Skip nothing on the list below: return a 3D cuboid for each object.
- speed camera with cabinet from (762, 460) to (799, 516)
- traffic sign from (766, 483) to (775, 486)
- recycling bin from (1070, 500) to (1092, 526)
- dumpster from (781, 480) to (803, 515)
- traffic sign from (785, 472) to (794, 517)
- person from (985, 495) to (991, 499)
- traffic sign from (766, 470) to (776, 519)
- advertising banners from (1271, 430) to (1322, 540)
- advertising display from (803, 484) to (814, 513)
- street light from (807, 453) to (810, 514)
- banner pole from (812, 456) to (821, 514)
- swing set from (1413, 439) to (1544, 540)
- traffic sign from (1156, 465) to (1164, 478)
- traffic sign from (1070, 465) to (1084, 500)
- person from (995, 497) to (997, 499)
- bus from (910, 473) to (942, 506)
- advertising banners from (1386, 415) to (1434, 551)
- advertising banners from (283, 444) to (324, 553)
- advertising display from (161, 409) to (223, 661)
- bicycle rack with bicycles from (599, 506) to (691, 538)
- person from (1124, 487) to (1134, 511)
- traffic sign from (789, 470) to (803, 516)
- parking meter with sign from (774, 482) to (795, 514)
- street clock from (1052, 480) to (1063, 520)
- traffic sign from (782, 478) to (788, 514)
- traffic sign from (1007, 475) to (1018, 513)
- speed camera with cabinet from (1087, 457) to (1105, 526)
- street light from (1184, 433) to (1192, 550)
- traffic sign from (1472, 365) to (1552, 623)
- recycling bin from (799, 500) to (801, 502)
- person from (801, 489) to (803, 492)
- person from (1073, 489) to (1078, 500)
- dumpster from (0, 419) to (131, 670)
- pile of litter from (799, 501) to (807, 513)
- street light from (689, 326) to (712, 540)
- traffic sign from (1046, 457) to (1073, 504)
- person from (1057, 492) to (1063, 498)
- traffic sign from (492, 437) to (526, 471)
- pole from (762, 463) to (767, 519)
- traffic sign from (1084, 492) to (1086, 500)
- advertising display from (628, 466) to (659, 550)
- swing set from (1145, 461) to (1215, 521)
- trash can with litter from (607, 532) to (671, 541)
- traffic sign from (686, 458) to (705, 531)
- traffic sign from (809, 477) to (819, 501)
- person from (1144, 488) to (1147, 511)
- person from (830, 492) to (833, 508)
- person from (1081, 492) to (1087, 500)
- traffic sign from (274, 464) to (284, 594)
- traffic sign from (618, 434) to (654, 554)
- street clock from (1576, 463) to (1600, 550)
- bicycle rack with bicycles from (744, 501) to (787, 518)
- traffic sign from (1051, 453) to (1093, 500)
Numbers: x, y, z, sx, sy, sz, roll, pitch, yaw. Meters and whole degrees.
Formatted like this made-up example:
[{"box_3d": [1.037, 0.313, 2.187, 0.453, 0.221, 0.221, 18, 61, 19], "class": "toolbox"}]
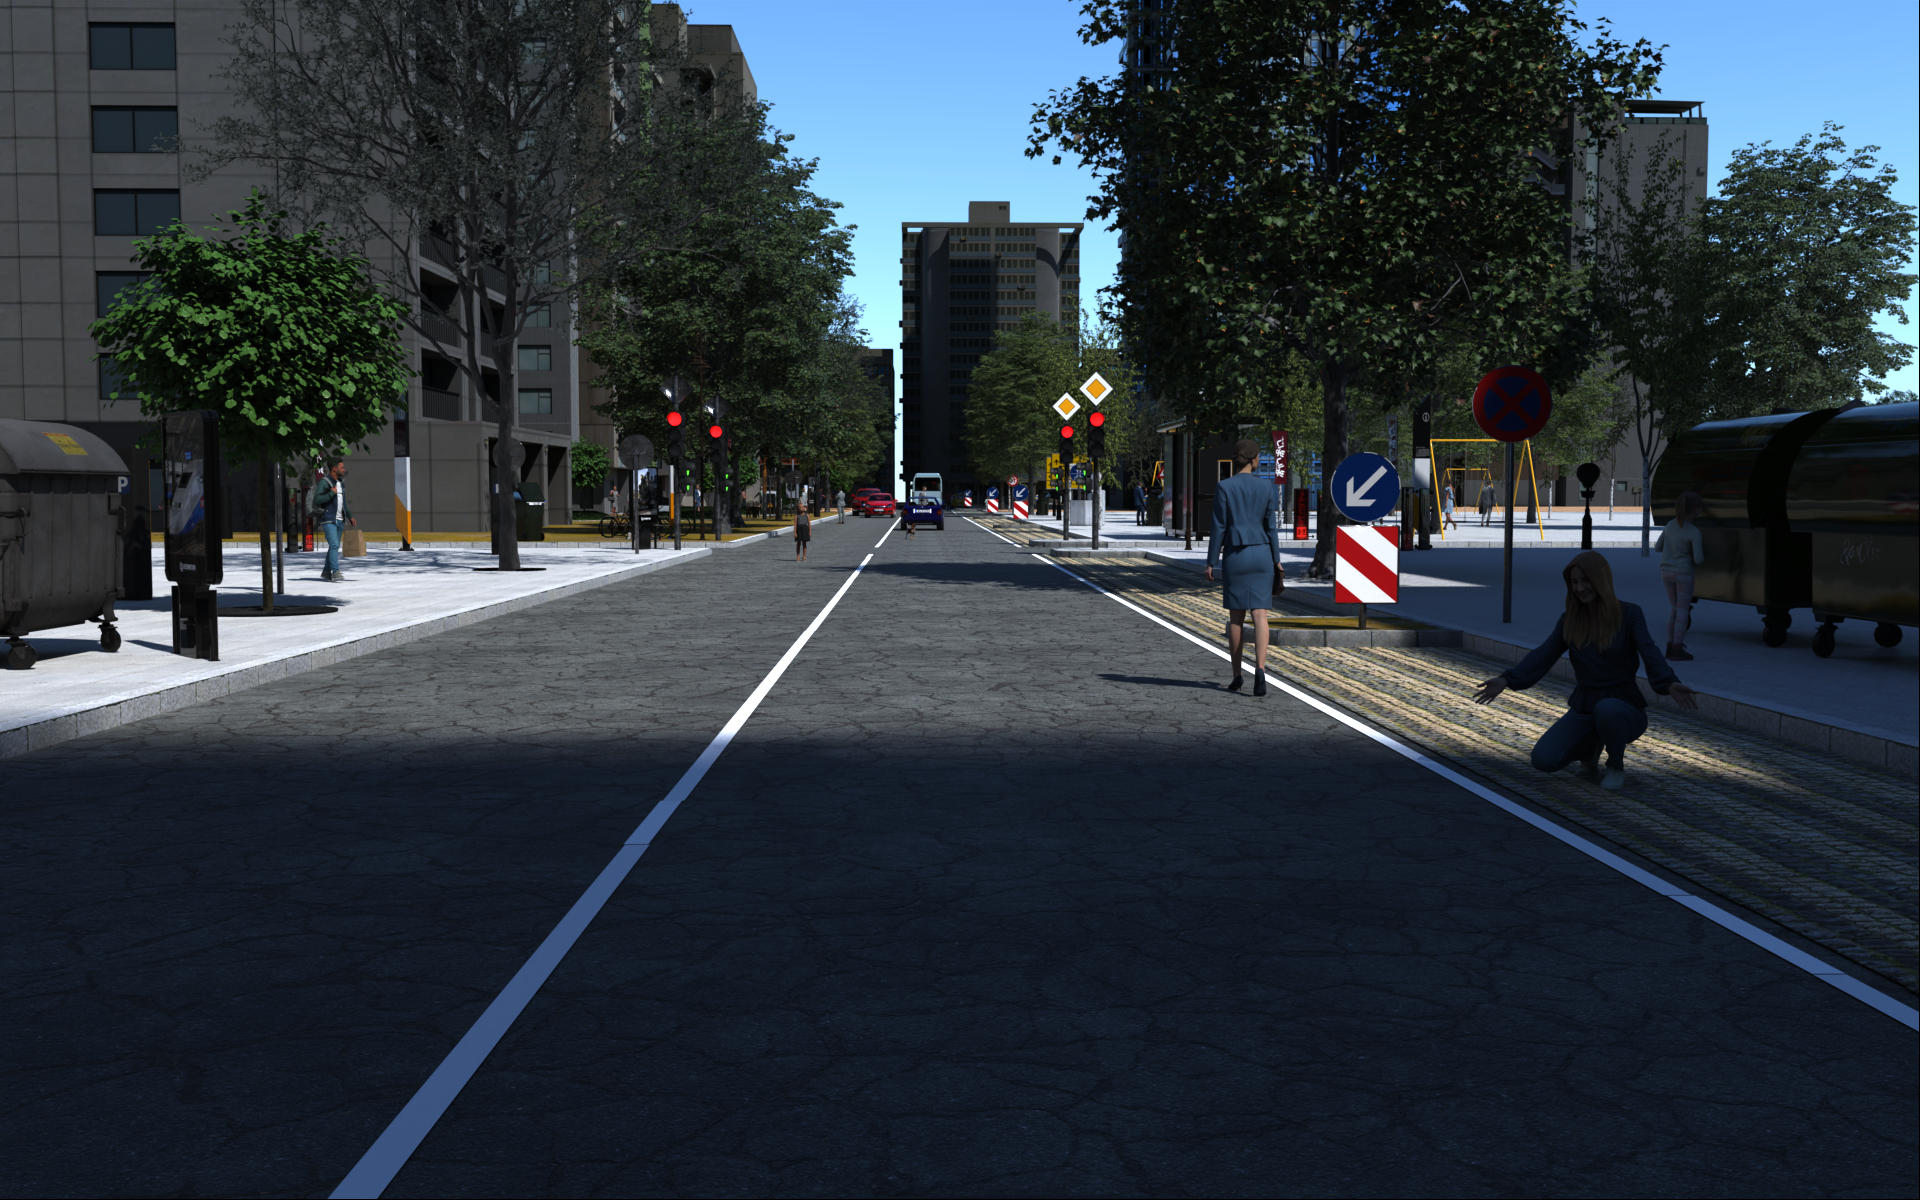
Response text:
[{"box_3d": [-10.297, -6.422, 99.339, 2.038, 3.252, 0.660, 0, 4, 2], "class": "speed camera with cabinet"}, {"box_3d": [-12.172, -6.766, 110.727, 0.768, 2.556, 0.104, 0, 4, 1], "class": "traffic sign"}, {"box_3d": [4.900, -3.507, 69.887, 0.722, 1.027, 0.722, 2, 4, 27], "class": "recycling bin"}, {"box_3d": [-10.190, -6.158, 103.170, 1.502, 2.255, 1.985, 0, 4, -1], "class": "dumpster"}, {"box_3d": [-9.577, -6.005, 98.294, 0.768, 2.556, 0.104, 0, 4, 1], "class": "traffic sign"}, {"box_3d": [3.082, -10.363, 176.299, 1.217, 1.723, 0.721, -1, 4, -23], "class": "person"}, {"box_3d": [-9.952, -5.539, 90.662, 0.768, 2.556, 0.104, 0, 4, 7], "class": "traffic sign"}, {"box_3d": [9.494, -3.169, 48.003, 2.074, 3.025, 0.090, -2, 4, -23], "class": "advertising banners"}, {"box_3d": [-9.969, -6.742, 115.446, 0.974, 1.923, 0.123, -1, 4, -21], "class": "advertising display"}, {"box_3d": [-8.183, -7.371, 93.308, 0.468, 5.910, 1.993, 0, 4, -1], "class": "street light"}, {"box_3d": [-9.357, -7.554, 113.518, 0.401, 3.779, 0.863, -3, 5, -45], "class": "banner pole"}, {"box_3d": [14.952, -3.185, 49.687, 3.119, 2.851, 2.862, 0, 4, -3], "class": "swing set"}, {"box_3d": [6.967, -3.520, 57.560, 0.884, 2.594, 0.081, 1, 4, 8], "class": "traffic sign"}, {"box_3d": [5.077, -4.525, 74.096, 0.768, 2.556, 0.104, 0, 4, 5], "class": "traffic sign"}, {"box_3d": [4.065, -11.686, 197.251, 0.705, 1.807, 1.348, 0, 4, 6], "class": "person"}, {"box_3d": [-3.070, -10.061, 159.349, 2.948, 3.499, 13.247, 0, 4, -2], "class": "bus"}, {"box_3d": [10.103, -2.618, 38.996, 0.090, 3.025, 2.074, 3, 5, 44], "class": "advertising banners"}, {"box_3d": [-14.507, -2.583, 38.420, 0.090, 3.025, 2.074, 0, 4, 4], "class": "advertising banners"}, {"box_3d": [-6.016, -0.511, 13.571, 0.123, 1.923, 0.974, -3, 5, -42], "class": "advertising display"}, {"box_3d": [-9.547, -2.365, 52.052, 2.925, 0.926, 2.852, -1, 4, -20], "class": "bicycle rack with bicycles"}, {"box_3d": [13.307, -7.838, 134.212, 1.348, 1.821, 0.705, 0, 4, 5], "class": "person"}, {"box_3d": [-8.669, -5.590, 91.497, 0.768, 2.556, 0.104, 0, 4, 0], "class": "traffic sign"}, {"box_3d": [-11.355, -7.062, 111.722, 0.543, 3.016, 1.738, 3, 4, 38], "class": "parking meter with sign"}, {"box_3d": [4.855, -4.915, 84.928, 0.358, 2.002, 0.471, -2, 4, -28], "class": "street clock"}, {"box_3d": [-10.832, -6.652, 108.766, 0.884, 2.594, 0.081, 0, 4, 8], "class": "traffic sign"}, {"box_3d": [3.475, -6.989, 114.380, 0.768, 2.556, 0.104, 0, 4, 1], "class": "traffic sign"}, {"box_3d": [5.626, -4.721, 71.531, 0.660, 3.252, 2.038, 0, 4, -1], "class": "speed camera with cabinet"}, {"box_3d": [5.235, -4.082, 39.525, 0.468, 5.910, 1.993, 0, 4, -1], "class": "street light"}, {"box_3d": [5.452, -1.044, 17.181, 0.768, 2.556, 0.104, 1, 4, 8], "class": "traffic sign"}, {"box_3d": [-11.536, -6.745, 122.834, 0.722, 1.027, 0.722, -1, 4, -21], "class": "recycling bin"}, {"box_3d": [-13.721, -8.827, 151.076, 0.721, 1.735, 1.217, 2, 4, 28], "class": "person"}, {"box_3d": [10.933, -9.506, 161.480, 0.705, 1.822, 1.348, 2, 4, 30], "class": "person"}, {"box_3d": [-7.368, -0.459, 13.263, 1.264, 1.857, 1.865, 0, 4, -1], "class": "dumpster"}, {"box_3d": [-10.693, -6.353, 117.838, 1.176, 0.858, 1.719, -1, 4, -17], "class": "pile of litter"}, {"box_3d": [-7.158, -4.598, 47.969, 0.468, 5.910, 1.993, 0, 4, -1], "class": "street light"}, {"box_3d": [5.782, -6.126, 94.035, 2.265, 3.308, 0.079, 0, 4, 1], "class": "traffic sign"}, {"box_3d": [9.256, -9.385, 160.271, 0.721, 1.735, 1.217, 2, 4, 26], "class": "person"}, {"box_3d": [-10.119, -2.369, 38.846, 0.768, 2.556, 0.104, 0, 4, 7], "class": "traffic sign"}, {"box_3d": [-10.117, -5.857, 89.598, 0.158, 3.312, 0.155, 0, 3, 0], "class": "pole"}, {"box_3d": [6.419, -5.430, 88.884, 0.768, 2.556, 0.104, 0, 4, 8], "class": "traffic sign"}, {"box_3d": [-7.321, -2.134, 40.107, 0.123, 1.923, 0.974, 2, 4, 26], "class": "advertising display"}, {"box_3d": [10.615, -5.201, 82.656, 3.119, 2.851, 2.862, 2, 4, 30], "class": "swing set"}, {"box_3d": [-8.885, -2.280, 48.335, 1.678, 1.210, 2.233, -1, 4, -20], "class": "trash can with litter"}, {"box_3d": [-9.348, -3.719, 60.910, 0.768, 2.556, 0.104, 0, 4, 0], "class": "traffic sign"}, {"box_3d": [-8.689, -6.173, 103.055, 0.606, 2.300, 0.079, 0, 4, 6], "class": "traffic sign"}, {"box_3d": [13.783, -7.397, 127.436, 0.683, 1.767, 0.568, 1, 4, 23], "class": "person"}, {"box_3d": [-11.953, -9.259, 157.979, 0.990, 1.755, 0.434, -3, 5, -41], "class": "person"}, {"box_3d": [10.051, -8.067, 141.131, 0.628, 1.438, 0.799, 0, 4, -6], "class": "person"}, {"box_3d": [-8.718, -1.348, 22.143, 0.768, 2.556, 0.104, 1, 4, 8], "class": "traffic sign"}, {"box_3d": [-6.920, -2.258, 37.028, 0.768, 2.556, 0.104, 0, 4, 3], "class": "traffic sign"}, {"box_3d": [14.505, -2.169, 40.034, 0.471, 2.002, 0.358, 0, 4, 1], "class": "street clock"}, {"box_3d": [-10.590, -4.892, 93.366, 2.852, 0.926, 2.925, 0, 4, 8], "class": "bicycle rack with bicycles"}, {"box_3d": [5.627, -5.608, 85.560, 2.265, 3.308, 0.079, 0, 4, 1], "class": "traffic sign"}]
